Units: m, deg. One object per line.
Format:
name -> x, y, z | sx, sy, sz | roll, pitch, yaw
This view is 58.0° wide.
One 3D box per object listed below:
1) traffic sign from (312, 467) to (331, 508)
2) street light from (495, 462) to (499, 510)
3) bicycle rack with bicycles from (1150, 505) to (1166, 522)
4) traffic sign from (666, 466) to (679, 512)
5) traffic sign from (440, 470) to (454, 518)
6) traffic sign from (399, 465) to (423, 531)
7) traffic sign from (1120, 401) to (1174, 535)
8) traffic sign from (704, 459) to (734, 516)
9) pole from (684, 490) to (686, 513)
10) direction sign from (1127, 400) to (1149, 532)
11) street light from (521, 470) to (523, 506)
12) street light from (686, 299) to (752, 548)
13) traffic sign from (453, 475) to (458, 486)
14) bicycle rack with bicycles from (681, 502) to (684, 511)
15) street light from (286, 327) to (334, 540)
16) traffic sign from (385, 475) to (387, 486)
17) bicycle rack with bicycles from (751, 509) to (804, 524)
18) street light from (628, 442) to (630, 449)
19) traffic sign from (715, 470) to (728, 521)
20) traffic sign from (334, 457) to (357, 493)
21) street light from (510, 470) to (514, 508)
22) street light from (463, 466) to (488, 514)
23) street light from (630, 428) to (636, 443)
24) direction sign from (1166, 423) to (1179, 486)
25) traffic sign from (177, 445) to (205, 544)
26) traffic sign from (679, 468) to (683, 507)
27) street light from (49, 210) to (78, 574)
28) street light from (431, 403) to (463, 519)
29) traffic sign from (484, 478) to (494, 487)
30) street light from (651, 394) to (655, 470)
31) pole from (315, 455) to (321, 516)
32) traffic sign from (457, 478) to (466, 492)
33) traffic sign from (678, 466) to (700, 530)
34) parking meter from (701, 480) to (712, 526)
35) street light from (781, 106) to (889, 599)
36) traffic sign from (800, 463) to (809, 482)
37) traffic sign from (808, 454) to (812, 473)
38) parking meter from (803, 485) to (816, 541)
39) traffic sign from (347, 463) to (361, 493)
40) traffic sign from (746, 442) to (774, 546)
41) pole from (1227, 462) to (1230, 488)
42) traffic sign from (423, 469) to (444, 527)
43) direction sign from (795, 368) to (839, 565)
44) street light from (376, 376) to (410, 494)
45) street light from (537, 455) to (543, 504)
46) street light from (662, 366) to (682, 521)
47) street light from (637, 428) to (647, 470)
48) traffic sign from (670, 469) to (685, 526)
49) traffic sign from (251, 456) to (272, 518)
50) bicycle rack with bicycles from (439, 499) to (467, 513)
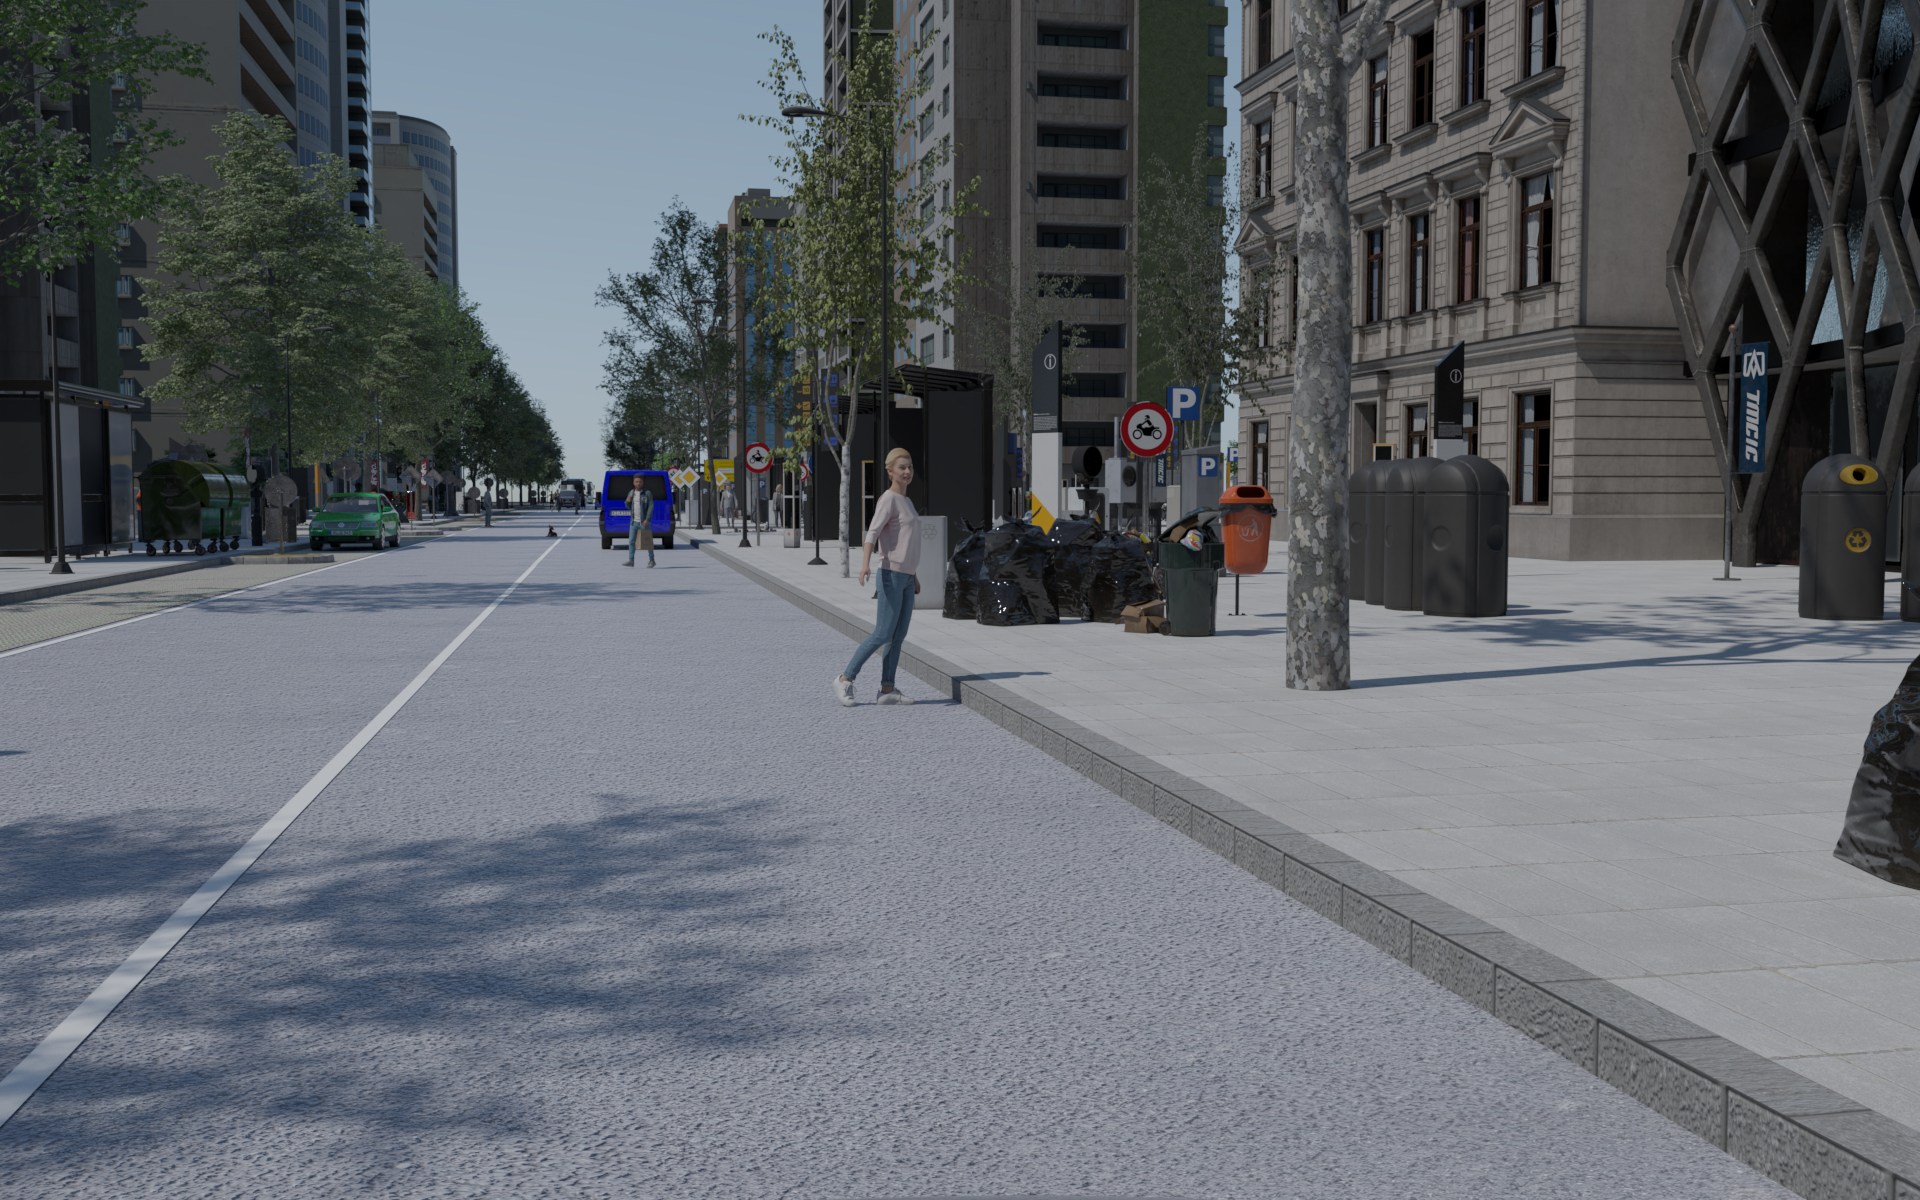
traffic sign -> -30.567, -5.074, 82.962 | 0.884, 2.594, 0.081 | 0, 4, -4
street light -> -34.869, -9.616, 129.760 | 1.470, 5.913, 1.316 | -1, 4, -12
bicycle rack with bicycles -> 9.509, -4.185, 81.802 | 2.925, 0.926, 2.852 | 3, 5, 41
traffic sign -> -13.222, -4.889, 80.048 | 0.768, 2.556, 0.104 | 0, 4, -2
traffic sign -> -27.574, -5.688, 93.097 | 0.768, 2.556, 0.104 | -1, 4, -10
traffic sign -> -19.036, -3.452, 60.090 | 0.795, 2.450, 0.064 | -1, 4, -12
traffic sign -> 2.561, -1.454, 23.874 | 0.768, 2.556, 0.104 | -1, 4, -11
traffic sign -> -13.830, -6.572, 101.317 | 2.265, 3.308, 0.079 | 0, 4, -3
pole -> -19.045, -7.733, 120.285 | 0.158, 3.312, 0.155 | 0, 3, 0
direction sign -> 4.337, -3.077, 42.313 | 0.379, 3.537, 0.876 | -2, 4, -29
street light -> -41.626, -11.645, 162.944 | 1.470, 5.913, 1.316 | -1, 4, -12
street light -> -5.710, -4.213, 41.432 | 1.470, 5.913, 1.316 | -1, 4, -12
traffic sign -> -33.843, -7.054, 115.443 | 0.768, 2.556, 0.104 | -1, 4, -10
bicycle rack with bicycles -> -19.096, -6.750, 123.738 | 2.852, 0.926, 2.925 | 1, 4, 23
street light -> -18.087, -4.626, 48.180 | 1.470, 5.913, 1.316 | -1, 4, -12
traffic sign -> -30.556, -5.560, 93.041 | 0.606, 2.300, 0.079 | -1, 4, -9
bicycle rack with bicycles -> -7.341, -3.735, 74.450 | 2.925, 0.926, 2.852 | 0, 4, 2
street light -> -26.406, -10.409, 142.725 | 1.470, 5.913, 1.316 | -1, 4, -12
traffic sign -> -11.589, -5.028, 83.397 | 0.795, 2.450, 0.064 | -1, 4, -8
traffic sign -> -21.121, -3.635, 59.538 | 0.768, 2.556, 0.104 | 0, 4, -4
street light -> -37.561, -10.390, 142.416 | 1.470, 5.913, 1.316 | -1, 4, -12
street light -> -30.769, -8.364, 109.298 | 1.470, 5.913, 1.316 | -1, 4, -12
street light -> -22.308, -9.153, 122.195 | 1.470, 5.913, 1.316 | -1, 4, -12
direction sign -> 6.816, -3.892, 55.623 | 0.379, 3.537, 0.876 | -1, 4, -17
traffic sign -> -19.773, -2.724, 44.644 | 0.768, 2.556, 0.104 | -1, 4, -9
traffic sign -> -13.842, -5.209, 85.269 | 0.768, 2.556, 0.104 | 0, 4, -4
street light -> -13.892, -3.376, 27.738 | 1.470, 5.913, 1.316 | -1, 4, -12
street light -> -26.451, -7.108, 88.759 | 1.470, 5.913, 1.316 | -1, 4, -12
traffic sign -> -36.771, -8.263, 135.199 | 0.768, 2.556, 0.104 | -1, 4, -9
street light -> -13.727, -6.627, 80.885 | 1.470, 5.913, 1.316 | -1, 4, -12
pole -> -29.725, -5.279, 80.148 | 0.158, 3.312, 0.155 | 0, 3, 0
traffic sign -> -40.487, -8.597, 140.668 | 0.768, 2.556, 0.104 | 0, 4, -4
traffic sign -> -9.682, -3.568, 61.981 | 0.795, 2.450, 0.064 | -1, 4, -12
parking meter -> -10.306, -3.967, 70.565 | 0.399, 1.863, 0.255 | 1, 4, 21
street light -> -1.448, -2.964, 21.003 | 1.470, 5.913, 1.316 | -1, 4, -12
traffic sign -> -6.619, -4.363, 71.449 | 0.768, 2.556, 0.104 | 0, 4, -3
traffic sign -> -4.063, -3.094, 50.690 | 0.768, 2.556, 0.104 | 0, 4, -5
parking meter -> -4.121, -2.402, 47.688 | 0.372, 1.533, 0.369 | 0, 3, 0
traffic sign -> -23.909, -4.153, 68.002 | 0.768, 2.556, 0.104 | 0, 4, -6
traffic sign -> -4.984, -2.609, 42.766 | 0.768, 2.556, 0.104 | -1, 4, -11
pole -> 12.909, -5.467, 83.229 | 0.158, 3.312, 0.155 | 0, 3, 0
traffic sign -> -20.641, -3.931, 67.912 | 0.795, 2.450, 0.064 | -1, 4, -12
direction sign -> -2.586, -2.407, 31.344 | 0.876, 3.537, 0.379 | 1, 4, 22
street light -> -22.229, -5.831, 67.883 | 1.470, 5.913, 1.316 | -1, 4, -12
street light -> -49.998, -14.146, 203.832 | 1.470, 5.913, 1.316 | -1, 4, -12
street light -> -9.880, -5.465, 61.892 | 1.470, 5.913, 1.316 | -1, 4, -12
street light -> -17.947, -7.877, 101.322 | 1.470, 5.913, 1.316 | -1, 4, -12
traffic sign -> -11.286, -4.047, 69.803 | 0.795, 2.450, 0.064 | -1, 4, -12
traffic sign -> -18.913, -2.734, 46.828 | 0.606, 2.300, 0.079 | 0, 4, -3
bicycle rack with bicycles -> -35.229, -6.567, 120.747 | 2.852, 0.926, 2.925 | 0, 4, 5
